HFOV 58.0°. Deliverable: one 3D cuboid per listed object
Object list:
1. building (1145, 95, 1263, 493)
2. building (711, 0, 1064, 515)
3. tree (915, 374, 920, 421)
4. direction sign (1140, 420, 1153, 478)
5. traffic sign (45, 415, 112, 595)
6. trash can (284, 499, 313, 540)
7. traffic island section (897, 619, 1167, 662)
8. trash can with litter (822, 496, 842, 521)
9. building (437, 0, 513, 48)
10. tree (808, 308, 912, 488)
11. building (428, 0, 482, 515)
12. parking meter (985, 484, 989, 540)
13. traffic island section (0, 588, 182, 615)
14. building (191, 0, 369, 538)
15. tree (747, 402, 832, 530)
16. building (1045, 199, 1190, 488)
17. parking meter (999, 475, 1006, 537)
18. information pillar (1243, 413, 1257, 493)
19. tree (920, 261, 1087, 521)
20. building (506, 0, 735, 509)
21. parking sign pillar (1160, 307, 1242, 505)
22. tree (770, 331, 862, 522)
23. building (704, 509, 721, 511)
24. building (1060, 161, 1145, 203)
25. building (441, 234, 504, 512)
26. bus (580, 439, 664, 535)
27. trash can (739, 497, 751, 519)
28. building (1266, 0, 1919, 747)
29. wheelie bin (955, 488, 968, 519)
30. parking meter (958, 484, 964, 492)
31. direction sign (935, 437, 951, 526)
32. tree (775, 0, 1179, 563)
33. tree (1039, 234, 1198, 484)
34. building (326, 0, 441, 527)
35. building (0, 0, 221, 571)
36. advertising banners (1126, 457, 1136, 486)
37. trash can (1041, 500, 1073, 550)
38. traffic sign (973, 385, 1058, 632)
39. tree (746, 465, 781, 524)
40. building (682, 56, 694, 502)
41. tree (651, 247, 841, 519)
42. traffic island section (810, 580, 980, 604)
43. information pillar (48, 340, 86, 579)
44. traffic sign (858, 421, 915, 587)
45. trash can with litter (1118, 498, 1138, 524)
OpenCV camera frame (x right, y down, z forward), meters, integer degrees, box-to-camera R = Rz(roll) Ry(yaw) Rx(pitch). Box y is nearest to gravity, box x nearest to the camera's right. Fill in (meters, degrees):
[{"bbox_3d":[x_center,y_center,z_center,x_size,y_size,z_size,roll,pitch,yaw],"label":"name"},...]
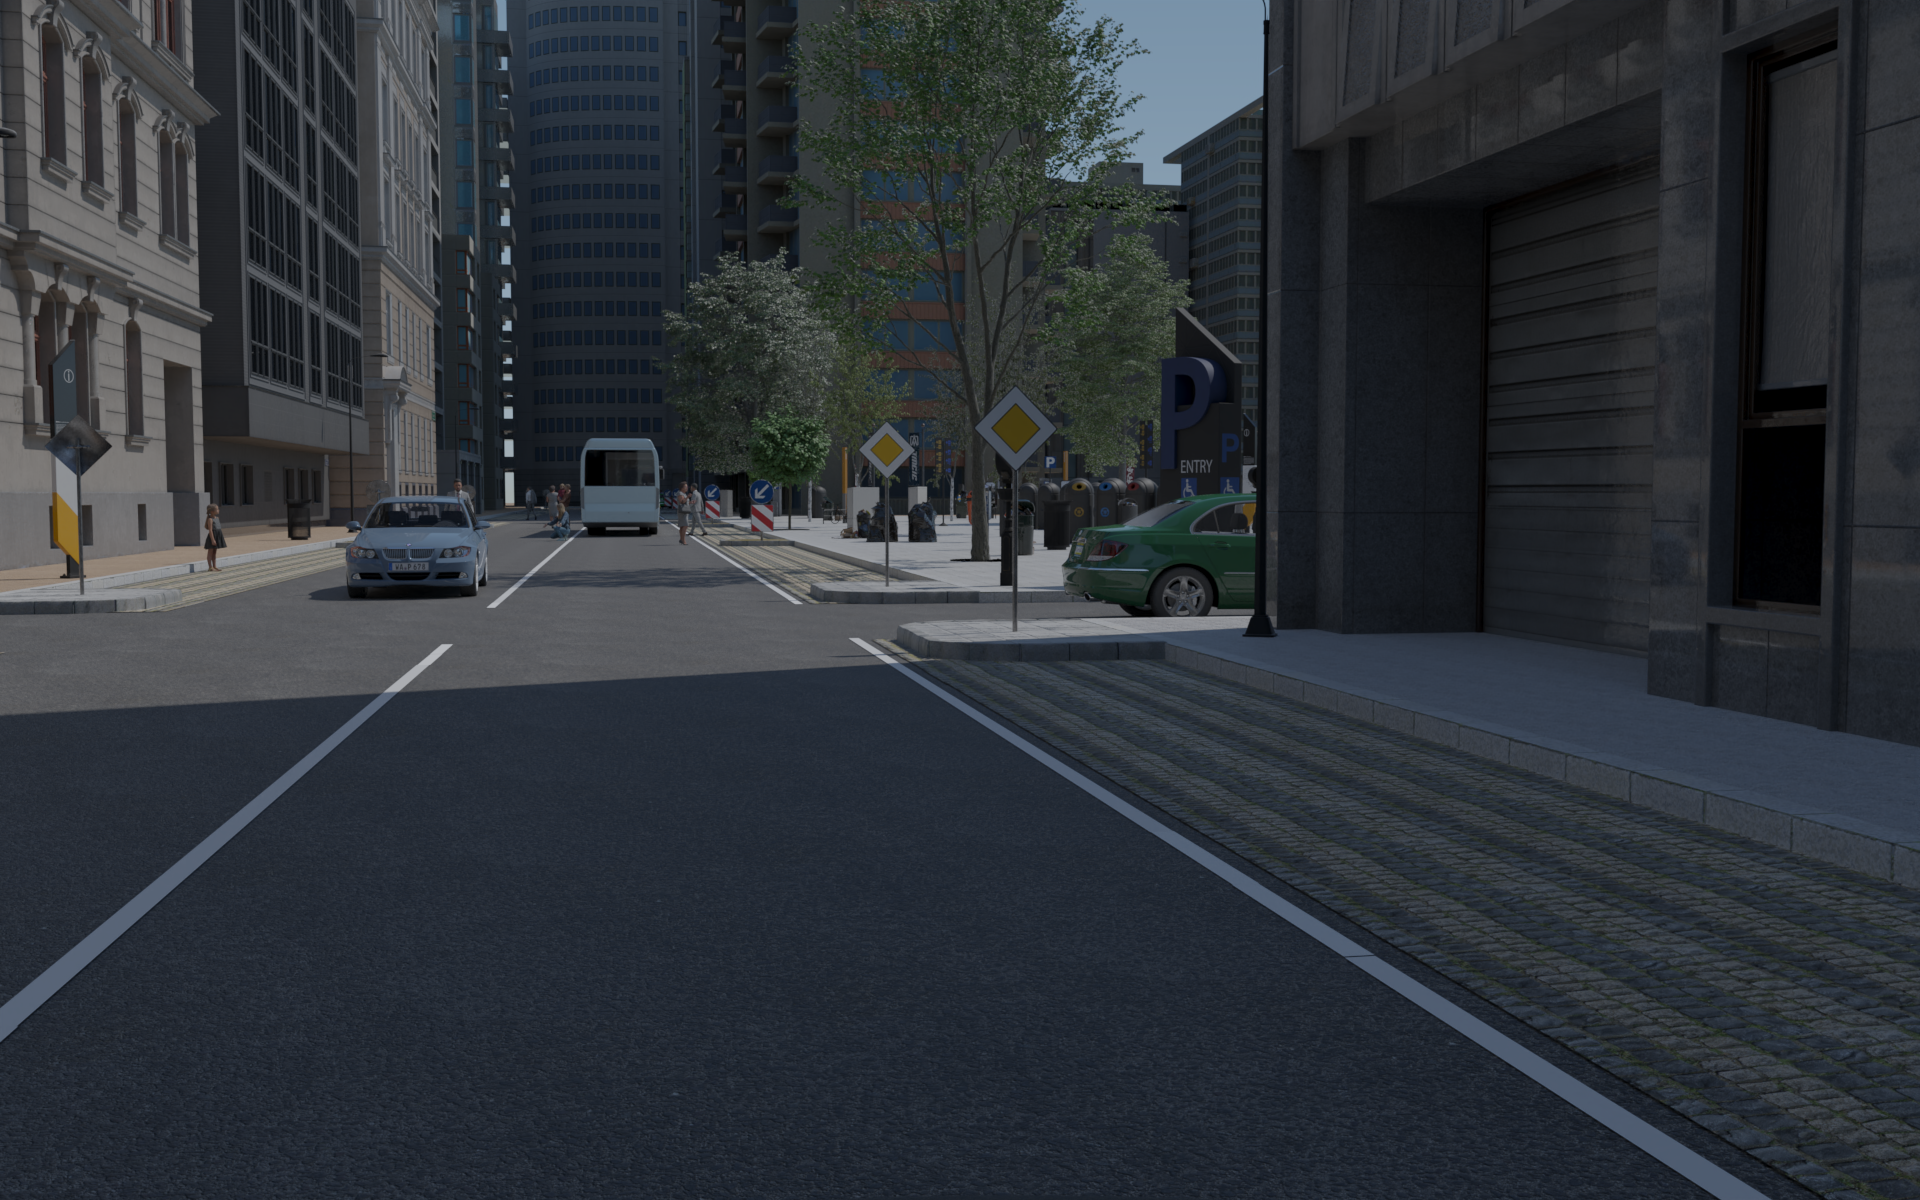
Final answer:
[{"bbox_3d":[34.432,-29.126,168.098,23.993,40.220,32.217,-1,4,-11],"label":"building"},{"bbox_3d":[-5.474,-28.375,118.554,22.147,44.769,28.867,-1,4,-11],"label":"building"},{"bbox_3d":[-0.284,-8.041,81.830,4.360,8.622,3.978,0,3,0],"label":"tree"},{"bbox_3d":[5.731,-3.752,53.334,0.379,3.537,0.876,-1,4,-20],"label":"direction sign"},{"bbox_3d":[-11.170,-1.122,21.983,0.795,2.450,0.064,-1,4,-11],"label":"traffic sign"},{"bbox_3d":[-18.445,-2.243,48.327,0.748,1.137,0.748,0,3,0],"label":"trash can"},{"bbox_3d":[0.531,0.374,16.168,2.009,0.180,2.903,-1,4,-11],"label":"traffic island section"},{"bbox_3d":[-6.094,-4.383,83.043,1.055,1.170,0.624,1,4,14],"label":"trash can with litter"},{"bbox_3d":[-55.646,-32.721,154.600,30.456,49.044,23.786,-1,4,-11],"label":"building"},{"bbox_3d":[-3.972,-7.201,68.092,4.737,8.622,4.395,0,3,0],"label":"tree"},{"bbox_3d":[-39.693,-40.602,102.098,20.563,71.187,20.611,-1,4,-11],"label":"building"},{"bbox_3d":[0.481,-1.925,39.881,0.372,1.533,0.369,0,3,0],"label":"parking meter"},{"bbox_3d":[-11.192,0.015,22.041,2.009,0.180,2.903,-1,4,-11],"label":"traffic island section"},{"bbox_3d":[-27.700,-15.938,54.092,14.314,27.812,24.014,-1,4,-11],"label":"building"},{"bbox_3d":[-6.108,-4.766,61.637,4.285,4.588,4.351,0,3,0],"label":"tree"},{"bbox_3d":[14.072,-24.564,173.329,14.107,30.474,14.160,-1,4,-11],"label":"building"},{"bbox_3d":[1.359,-2.827,51.938,0.255,1.863,0.399,-1,4,-21],"label":"parking meter"},{"bbox_3d":[8.391,-3.601,50.235,0.183,3.616,0.504,-3,4,-36],"label":"information pillar"},{"bbox_3d":[1.720,-6.447,55.774,4.360,8.622,3.978,0,3,0],"label":"tree"},{"bbox_3d":[-34.544,-39.602,189.484,28.212,58.520,21.231,-1,4,-11],"label":"building"},{"bbox_3d":[3.398,-2.204,24.509,1.447,3.967,1.447,-2,4,-32],"label":"parking sign pillar"},{"bbox_3d":[-6.688,-7.898,79.503,4.360,8.622,3.978,0,3,0],"label":"tree"},{"bbox_3d":[-12.080,-36.939,145.946,21.231,58.520,28.212,-1,4,-11],"label":"building"},{"bbox_3d":[18.760,-31.403,205.321,23.993,40.220,32.217,-1,4,-11],"label":"building"},{"bbox_3d":[-48.985,-17.267,127.347,27.650,21.520,28.899,-1,4,-11],"label":"building"},{"bbox_3d":[-12.419,-4.230,64.017,2.948,3.499,13.247,-1,4,-10],"label":"bus"},{"bbox_3d":[-11.208,-4.822,90.489,0.748,1.137,0.748,0,3,0],"label":"trash can"},{"bbox_3d":[10.706,-11.581,7.373,12.078,24.808,19.932,-1,4,-11],"label":"building"},{"bbox_3d":[0.090,-5.072,90.836,0.693,1.594,0.980,0,4,-1],"label":"wheelie bin"},{"bbox_3d":[0.079,-5.731,99.420,0.255,1.863,0.399,1,4,16],"label":"parking meter"},{"bbox_3d":[-0.669,-4.731,69.342,0.379,3.537,0.876,3,5,44],"label":"direction sign"},{"bbox_3d":[0.382,-6.545,32.763,9.928,11.665,9.643,0,3,0],"label":"tree"},{"bbox_3d":[7.259,-9.626,75.511,7.486,12.596,7.792,0,3,0],"label":"tree"},{"bbox_3d":[-30.583,-17.739,75.940,13.634,28.700,20.117,-1,4,-11],"label":"building"},{"bbox_3d":[-22.812,-14.874,30.586,14.401,28.519,23.554,-1,4,-11],"label":"building"},{"bbox_3d":[7.334,-5.263,82.239,2.074,3.025,0.090,1,4,13],"label":"advertising banners"},{"bbox_3d":[2.230,-1.727,39.890,0.748,1.137,0.748,0,3,0],"label":"trash can"},{"bbox_3d":[0.510,-0.761,16.086,0.795,2.450,0.064,-1,4,-11],"label":"traffic sign"},{"bbox_3d":[-8.379,-4.879,74.379,1.663,3.219,1.824,0,3,0],"label":"tree"},{"bbox_3d":[-19.503,-29.557,166.848,14.154,41.232,14.086,-1,4,-11],"label":"building"},{"bbox_3d":[-10.588,-11.138,88.758,9.857,13.997,8.962,0,3,0],"label":"tree"},{"bbox_3d":[-0.989,-0.106,24.007,2.009,0.180,2.903,-1,4,-11],"label":"traffic island section"},{"bbox_3d":[-13.539,-2.132,26.213,0.183,3.616,0.504,1,4,13],"label":"information pillar"},{"bbox_3d":[-1.011,-1.241,23.926,0.795,2.450,0.064,-1,4,-11],"label":"traffic sign"},{"bbox_3d":[2.653,-1.184,30.420,1.678,1.210,2.233,3,4,38],"label":"trash can with litter"}]
